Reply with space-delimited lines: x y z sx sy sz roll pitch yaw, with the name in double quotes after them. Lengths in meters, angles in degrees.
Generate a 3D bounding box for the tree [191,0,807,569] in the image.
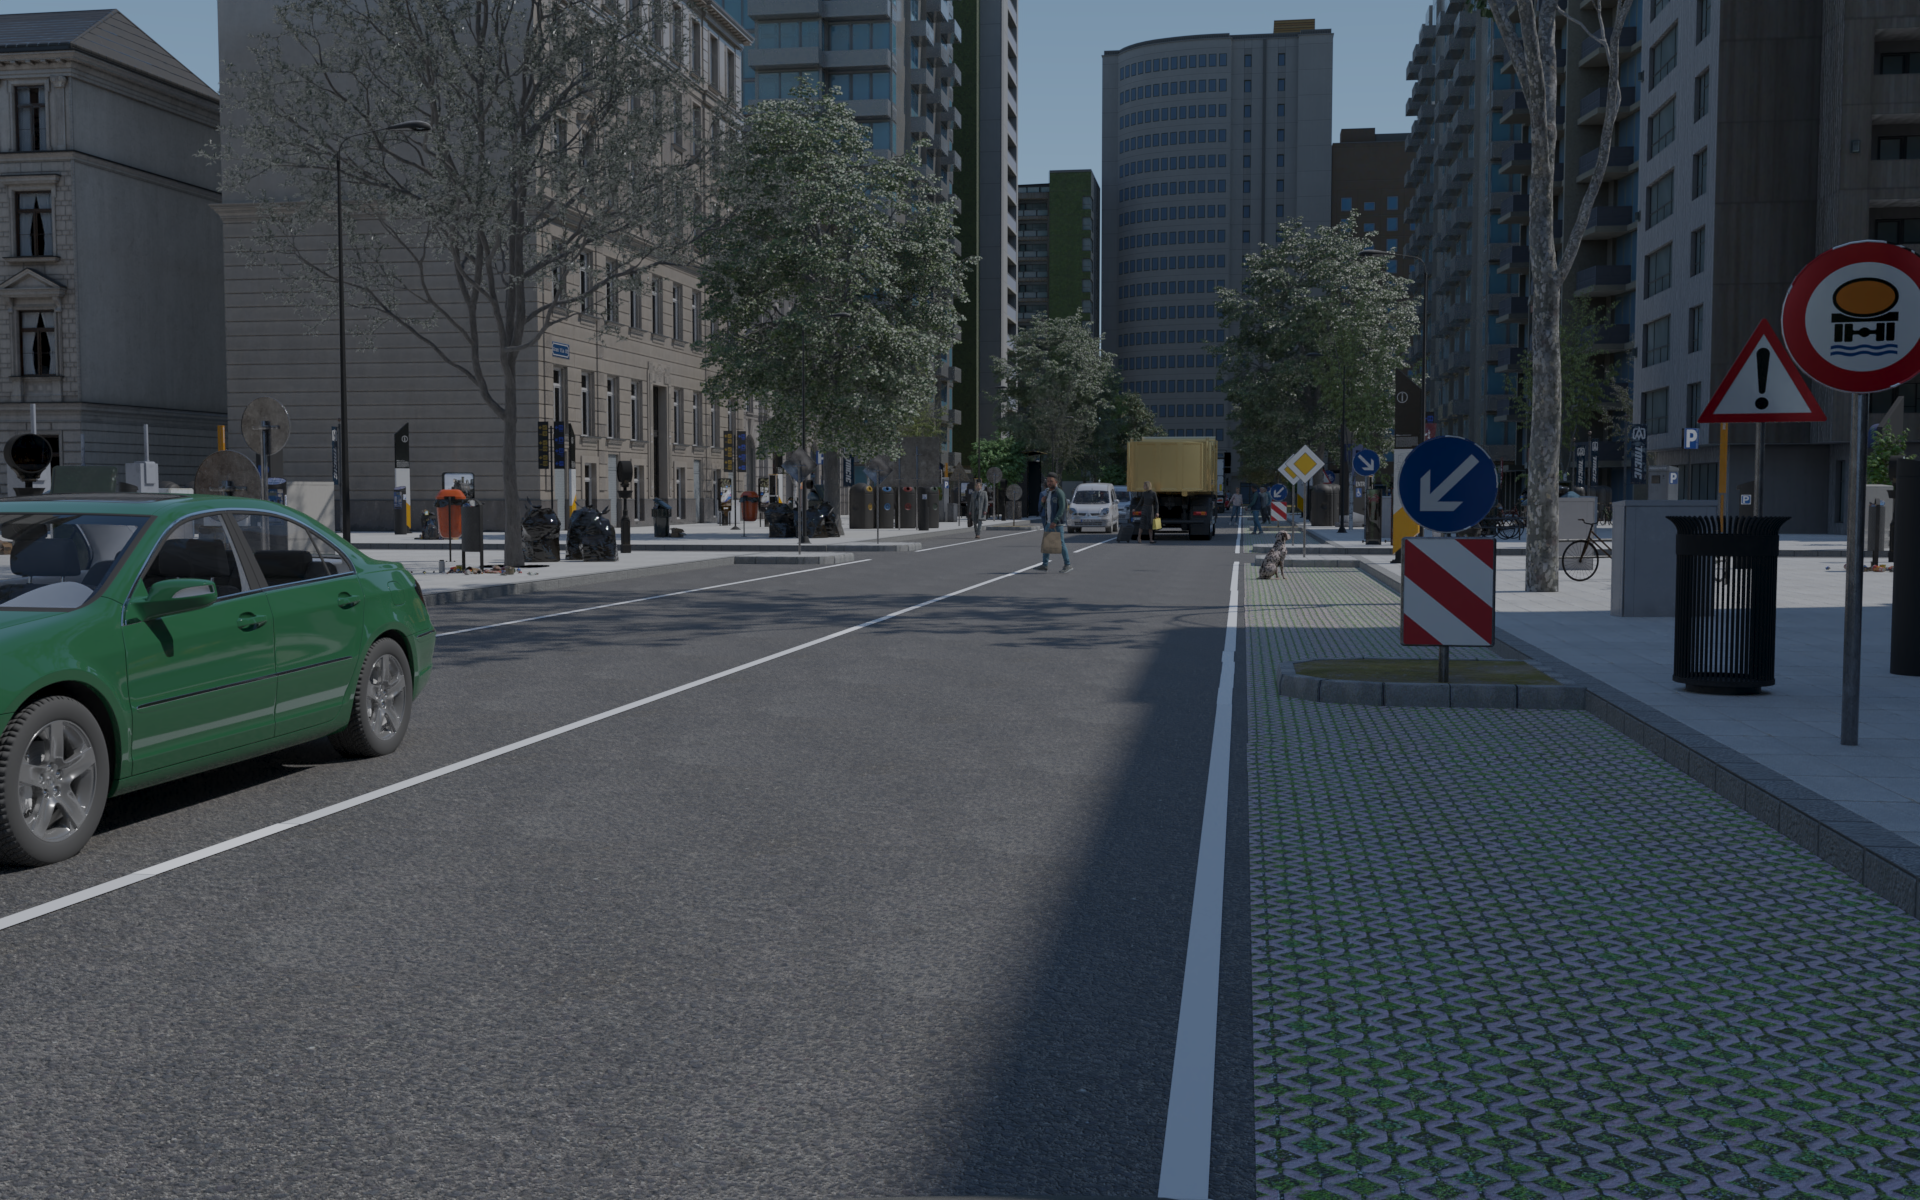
-7.930 -7.304 29.792 12.009 13.543 11.850 0 3 0 "tree"

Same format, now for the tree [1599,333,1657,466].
30.822 -7.755 77.163 4.360 8.622 3.978 0 3 0 "tree"

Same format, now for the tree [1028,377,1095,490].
6.333 -9.761 109.948 4.360 8.622 3.978 0 3 0 "tree"

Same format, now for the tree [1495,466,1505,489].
30.067 -6.312 97.805 1.663 3.219 1.824 0 3 0 "tree"

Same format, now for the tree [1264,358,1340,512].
24.831 -12.265 126.293 9.928 11.665 9.643 0 3 0 "tree"

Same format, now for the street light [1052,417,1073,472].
6.102 -8.036 103.925 1.470 5.913 1.316 1 4 9 "street light"

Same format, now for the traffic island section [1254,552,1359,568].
6.982 -0.780 35.036 2.009 0.180 2.903 1 4 9 "traffic island section"

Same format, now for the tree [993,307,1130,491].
6.603 -12.891 117.416 9.857 13.997 8.962 0 3 0 "tree"

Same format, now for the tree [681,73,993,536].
-3.932 -8.957 53.107 9.857 13.997 8.962 0 3 0 "tree"

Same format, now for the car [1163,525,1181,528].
8.051 -3.254 65.572 2.083 1.381 4.827 0 4 7 "car"

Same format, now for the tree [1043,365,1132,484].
9.863 -12.829 135.502 9.928 11.665 9.643 0 3 0 "tree"

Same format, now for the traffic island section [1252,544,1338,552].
8.267 -1.262 42.917 2.009 0.180 2.903 1 4 9 "traffic island section"

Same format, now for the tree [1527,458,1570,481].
25.431 -4.924 75.110 1.663 3.219 1.824 0 3 0 "tree"

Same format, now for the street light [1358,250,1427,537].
8.274 -3.699 33.025 1.470 5.913 1.316 1 4 9 "street light"

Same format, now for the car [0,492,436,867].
-4.202 0.217 8.257 2.131 1.459 4.920 0 4 7 "car"

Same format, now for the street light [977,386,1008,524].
1.355 -6.237 74.509 1.470 5.913 1.316 1 4 9 "street light"

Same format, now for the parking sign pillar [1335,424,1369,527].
15.297 -4.811 67.138 1.447 3.967 1.447 -3 5 -40 "parking sign pillar"

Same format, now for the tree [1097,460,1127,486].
14.324 -10.927 162.373 4.285 4.588 4.351 0 3 0 "tree"

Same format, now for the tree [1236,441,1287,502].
34.893 -16.744 190.766 9.611 12.733 9.660 0 3 0 "tree"

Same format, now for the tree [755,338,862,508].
-7.253 -7.748 77.045 4.360 8.622 3.978 0 3 0 "tree"

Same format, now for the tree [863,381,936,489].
-4.263 -8.191 84.278 4.360 8.622 3.978 0 3 0 "tree"

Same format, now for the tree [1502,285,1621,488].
21.496 -6.807 61.650 4.737 8.622 4.395 0 3 0 "tree"

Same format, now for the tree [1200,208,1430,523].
15.910 -10.432 77.226 9.857 13.997 8.962 0 3 0 "tree"

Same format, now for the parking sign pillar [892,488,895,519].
-3.160 -6.147 88.977 1.447 3.967 1.447 -1 4 -22 "parking sign pillar"

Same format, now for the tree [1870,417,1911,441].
23.448 -2.997 43.608 1.663 3.219 1.824 0 3 0 "tree"

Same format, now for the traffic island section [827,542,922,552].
-2.137 -1.366 44.612 2.009 0.180 2.903 1 4 9 "traffic island section"

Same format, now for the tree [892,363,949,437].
-2.714 -8.725 93.016 4.737 8.622 4.395 0 3 0 "tree"

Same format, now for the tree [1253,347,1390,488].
20.854 -10.212 101.374 8.767 10.594 7.601 1 4 13 "tree"

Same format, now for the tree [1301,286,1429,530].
14.094 -6.789 61.358 4.737 8.622 4.395 0 3 0 "tree"

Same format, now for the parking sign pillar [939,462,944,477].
-1.661 -7.167 105.653 1.447 3.967 1.447 0 4 -4 "parking sign pillar"

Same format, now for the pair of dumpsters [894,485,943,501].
-1.875 -4.485 75.822 1.574 2.255 4.437 1 4 9 "pair of dumpsters"

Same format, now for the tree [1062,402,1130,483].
11.655 -13.256 151.145 7.601 10.594 8.767 2 4 27 "tree"

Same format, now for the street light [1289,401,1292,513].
16.857 -6.967 86.452 1.470 5.913 1.316 1 4 9 "street light"

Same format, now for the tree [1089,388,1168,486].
18.324 -16.555 187.678 9.611 12.733 9.660 0 3 0 "tree"

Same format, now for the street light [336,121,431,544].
-7.266 -3.012 21.795 1.470 5.913 1.316 1 4 9 "street light"

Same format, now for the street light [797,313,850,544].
-3.498 -4.407 44.589 1.470 5.913 1.316 1 4 9 "street light"

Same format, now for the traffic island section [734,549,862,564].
-3.422 -0.884 36.731 2.009 0.180 2.903 1 4 9 "traffic island section"

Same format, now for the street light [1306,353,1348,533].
12.080 -5.171 57.093 1.470 5.913 1.316 1 4 9 "street light"

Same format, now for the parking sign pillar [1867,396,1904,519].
25.304 -3.607 47.447 1.447 3.967 1.447 -3 5 -39 "parking sign pillar"

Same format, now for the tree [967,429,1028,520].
1.972 -6.336 87.304 4.285 4.588 4.351 0 3 0 "tree"

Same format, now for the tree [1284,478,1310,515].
20.661 -6.848 106.568 1.663 3.219 1.824 0 3 0 "tree"

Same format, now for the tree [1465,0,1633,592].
6.316 -10.135 21.594 12.611 20.169 13.585 0 3 0 "tree"

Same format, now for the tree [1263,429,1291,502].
30.338 -13.096 164.480 4.360 8.622 3.978 0 3 0 "tree"

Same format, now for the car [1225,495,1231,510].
22.841 -8.788 152.729 2.155 1.783 4.494 0 4 7 "car"

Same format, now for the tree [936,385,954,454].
-2.498 -9.697 108.907 4.360 8.622 3.978 0 3 0 "tree"

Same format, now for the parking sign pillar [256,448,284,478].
-20.386 -3.834 51.165 1.447 3.967 1.447 0 4 -6 "parking sign pillar"
